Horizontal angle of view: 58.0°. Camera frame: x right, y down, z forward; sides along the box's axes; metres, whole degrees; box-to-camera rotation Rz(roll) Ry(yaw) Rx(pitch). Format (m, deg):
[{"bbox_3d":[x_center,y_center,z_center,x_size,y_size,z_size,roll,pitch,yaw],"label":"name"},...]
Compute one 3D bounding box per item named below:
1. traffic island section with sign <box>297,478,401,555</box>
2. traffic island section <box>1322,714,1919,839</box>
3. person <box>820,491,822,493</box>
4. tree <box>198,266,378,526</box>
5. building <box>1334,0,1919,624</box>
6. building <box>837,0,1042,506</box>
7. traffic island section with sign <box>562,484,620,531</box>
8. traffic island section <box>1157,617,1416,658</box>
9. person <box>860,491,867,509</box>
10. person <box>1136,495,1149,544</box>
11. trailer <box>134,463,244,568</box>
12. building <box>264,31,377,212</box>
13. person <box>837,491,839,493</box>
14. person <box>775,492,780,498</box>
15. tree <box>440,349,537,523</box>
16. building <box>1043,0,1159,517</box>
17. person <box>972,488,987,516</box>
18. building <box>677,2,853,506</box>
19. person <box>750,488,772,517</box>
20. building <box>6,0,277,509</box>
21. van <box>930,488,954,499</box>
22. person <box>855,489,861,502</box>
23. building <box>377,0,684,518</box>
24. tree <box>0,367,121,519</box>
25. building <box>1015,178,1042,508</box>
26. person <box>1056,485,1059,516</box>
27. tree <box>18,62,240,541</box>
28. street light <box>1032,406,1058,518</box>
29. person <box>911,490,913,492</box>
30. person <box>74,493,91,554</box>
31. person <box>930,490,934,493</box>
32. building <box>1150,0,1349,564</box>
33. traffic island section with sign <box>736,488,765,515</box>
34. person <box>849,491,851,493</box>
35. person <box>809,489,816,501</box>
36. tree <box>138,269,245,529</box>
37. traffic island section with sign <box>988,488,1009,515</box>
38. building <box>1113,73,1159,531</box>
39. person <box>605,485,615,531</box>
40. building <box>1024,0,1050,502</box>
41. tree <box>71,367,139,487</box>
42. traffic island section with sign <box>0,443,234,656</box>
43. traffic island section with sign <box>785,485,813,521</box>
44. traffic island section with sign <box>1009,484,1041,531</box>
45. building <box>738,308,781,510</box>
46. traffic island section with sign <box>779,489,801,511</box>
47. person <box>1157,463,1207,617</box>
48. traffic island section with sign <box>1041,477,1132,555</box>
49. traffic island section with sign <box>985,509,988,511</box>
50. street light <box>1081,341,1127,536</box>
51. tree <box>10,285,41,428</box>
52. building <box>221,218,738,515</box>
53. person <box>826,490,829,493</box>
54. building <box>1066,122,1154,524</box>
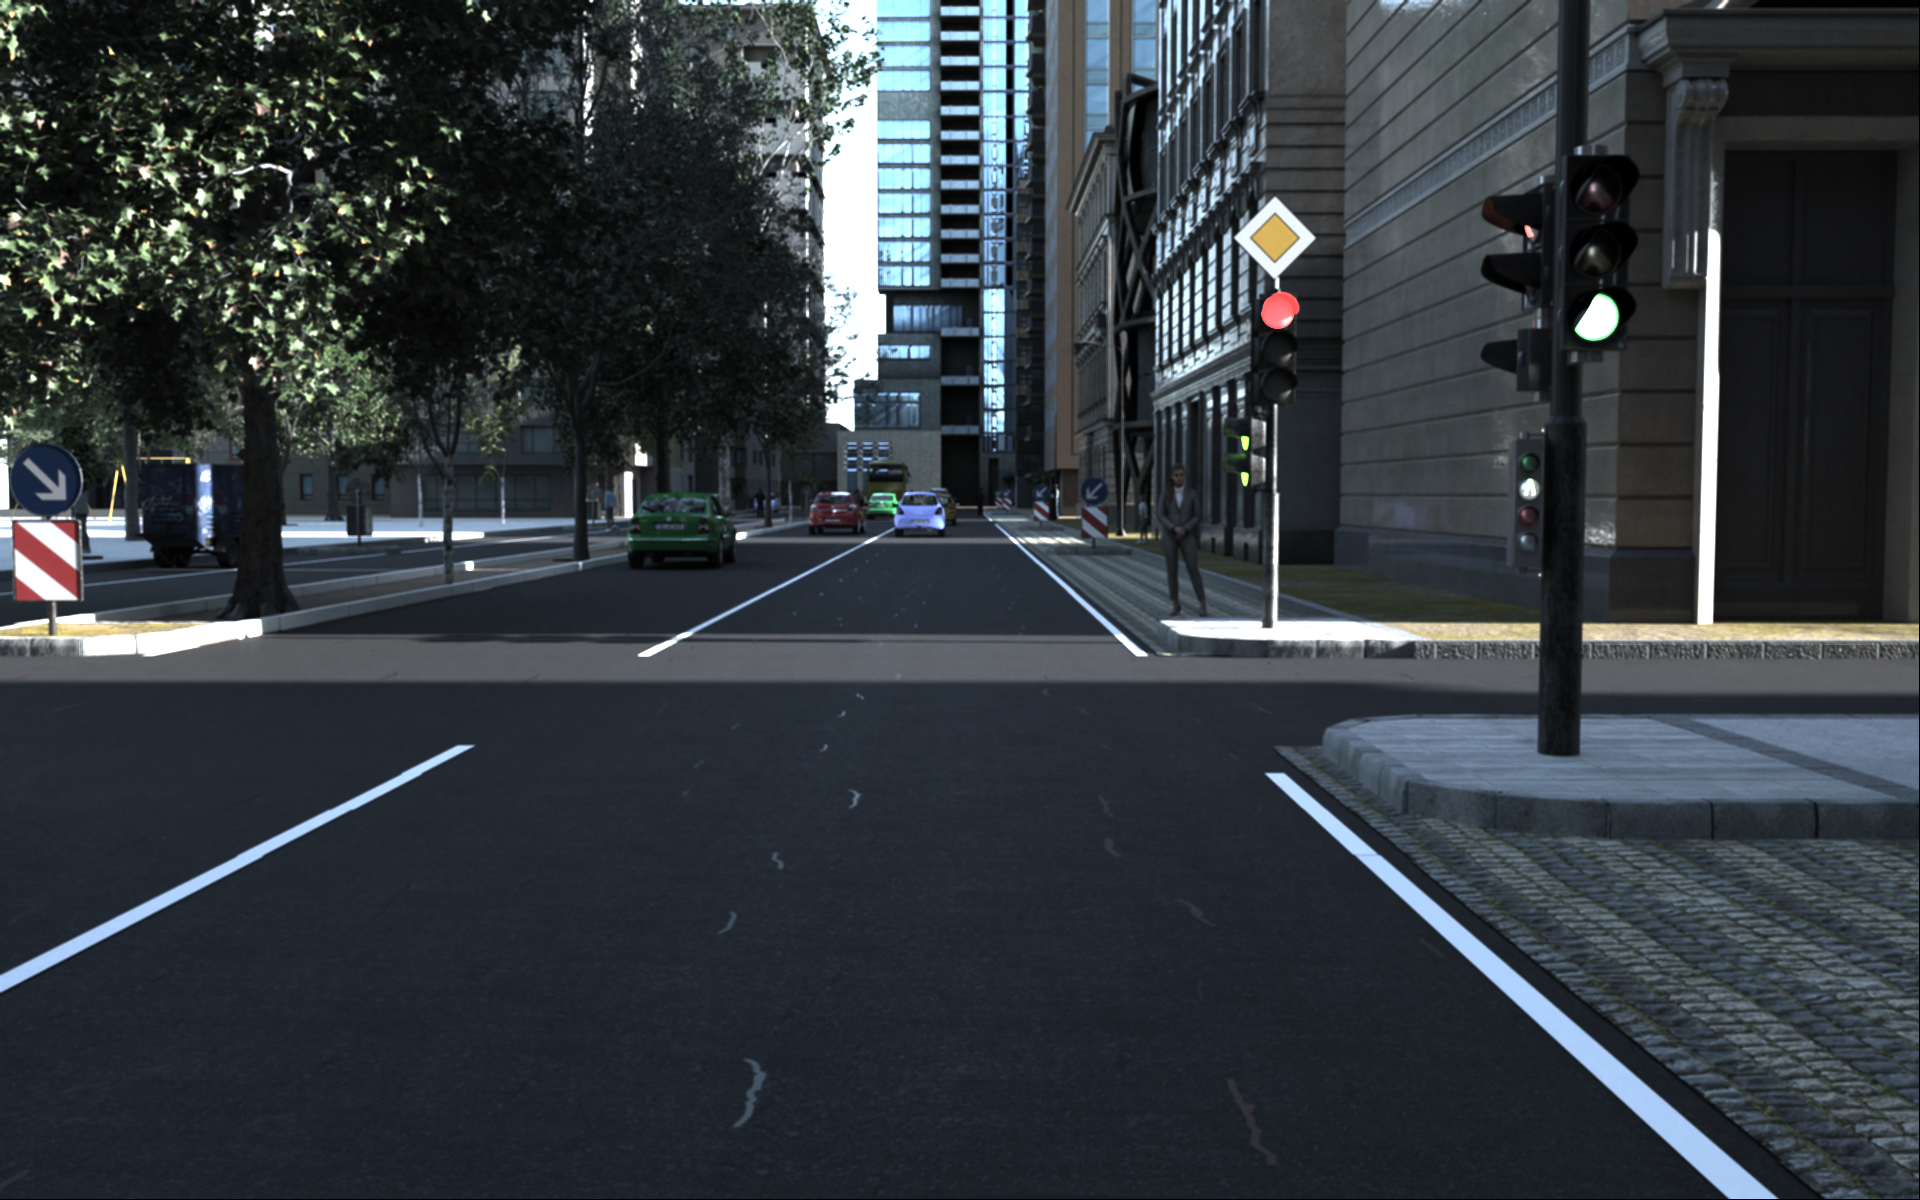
[{"bbox_3d":[-14.597,-2.018,41.625,1.989,1.847,2.006,0,3,0],"label":"traffic island section with sign"},{"bbox_3d":[2.977,0.837,8.594,2.009,0.180,2.903,0,3,0],"label":"traffic island section"},{"bbox_3d":[-11.888,-8.458,147.732,0.436,1.711,0.756,2,4,28],"label":"person"},{"bbox_3d":[-27.640,-8.857,70.560,9.928,11.665,9.643,0,3,0],"label":"tree"},{"bbox_3d":[16.154,-14.470,22.482,20.117,28.700,13.634,0,3,0],"label":"building"},{"bbox_3d":[3.022,-53.342,184.811,31.000,86.520,22.319,0,3,0],"label":"building"},{"bbox_3d":[-14.570,-3.667,68.580,1.989,1.847,2.006,0,3,0],"label":"traffic island section with sign"},{"bbox_3d":[2.986,0.349,16.579,2.009,0.180,2.903,0,3,0],"label":"traffic island section"},{"bbox_3d":[-9.012,-9.171,159.232,1.217,1.735,0.721,0,4,4],"label":"person"},{"bbox_3d":[4.729,-2.084,44.806,0.332,1.250,0.352,-1,4,-21],"label":"person"},{"bbox_3d":[-14.774,-1.591,33.054,1.471,1.999,3.904,0,4,1],"label":"trailer"},{"bbox_3d":[-54.180,-31.216,160.491,14.200,45.320,14.600,0,3,0],"label":"building"},{"bbox_3d":[-11.659,-9.529,165.001,1.217,1.736,0.721,2,4,30],"label":"person"},{"bbox_3d":[-16.858,-9.132,158.587,0.697,1.427,0.421,0,4,2],"label":"person"},{"bbox_3d":[-20.167,-7.642,75.312,4.737,8.622,4.395,0,3,0],"label":"tree"},{"bbox_3d":[13.435,-28.569,117.218,14.600,45.320,14.200,0,3,0],"label":"building"},{"bbox_3d":[1.306,-6.375,112.692,1.348,1.831,0.705,3,5,43],"label":"person"},{"bbox_3d":[-26.222,-36.654,188.537,27.495,52.752,28.713,0,3,0],"label":"building"},{"bbox_3d":[-12.330,-6.027,107.071,1.348,1.821,0.705,-1,4,-18],"label":"person"},{"bbox_3d":[-71.588,-43.959,156.985,20.611,71.187,20.563,0,3,0],"label":"building"},{"bbox_3d":[-1.475,-7.293,126.251,2.013,2.044,4.112,0,4,2],"label":"van"},{"bbox_3d":[-6.388,-6.169,110.089,0.721,1.743,1.217,0,4,2],"label":"person"},{"bbox_3d":[-24.053,-25.384,98.629,14.154,41.232,14.086,0,3,0],"label":"building"},{"bbox_3d":[-41.865,-10.548,79.117,9.857,13.997,8.962,0,3,0],"label":"tree"},{"bbox_3d":[12.097,-23.787,160.613,14.160,30.474,14.107,0,3,0],"label":"building"},{"bbox_3d":[5.149,-5.360,93.760,0.705,1.814,1.350,0,4,-6],"label":"person"},{"bbox_3d":[-22.642,-7.872,46.826,7.486,12.596,7.792,0,3,0],"label":"tree"},{"bbox_3d":[4.491,-7.267,91.356,1.470,5.913,1.316,0,3,0],"label":"street light"},{"bbox_3d":[-4.519,-9.379,161.815,1.348,1.831,0.705,1,4,16],"label":"person"},{"bbox_3d":[-19.049,-1.906,37.389,0.526,1.800,0.537,0,4,7],"label":"person"},{"bbox_3d":[-1.867,-6.501,115.595,0.445,1.727,0.742,1,4,16],"label":"person"},{"bbox_3d":[10.130,-11.662,39.818,9.793,20.994,18.267,0,3,0],"label":"building"},{"bbox_3d":[-14.509,-6.766,119.254,1.989,1.847,2.006,0,3,0],"label":"traffic island section with sign"},{"bbox_3d":[-9.597,-8.680,151.350,0.756,1.711,0.436,0,3,0],"label":"person"},{"bbox_3d":[-11.054,-7.434,130.137,0.705,1.812,1.348,2,4,32],"label":"person"},{"bbox_3d":[-23.245,-6.459,55.974,4.360,8.622,3.978,0,3,0],"label":"tree"},{"bbox_3d":[3.101,-6.722,118.531,1.989,1.847,2.006,0,3,0],"label":"traffic island section with sign"},{"bbox_3d":[13.994,-11.986,63.431,16.820,18.784,16.811,0,3,0],"label":"building"},{"bbox_3d":[-13.503,-3.543,66.777,0.444,1.785,0.601,3,4,38],"label":"person"},{"bbox_3d":[16.478,-29.609,138.725,22.147,44.769,28.867,0,3,0],"label":"building"},{"bbox_3d":[-30.002,-6.908,63.305,4.360,8.622,3.978,0,3,0],"label":"tree"},{"bbox_3d":[-8.230,-0.496,16.252,2.006,1.907,1.989,0,3,0],"label":"traffic island section with sign"},{"bbox_3d":[-8.157,-5.092,91.391,2.006,1.907,1.989,0,3,0],"label":"traffic island section with sign"},{"bbox_3d":[3.054,-3.639,68.133,1.989,1.847,2.006,0,3,0],"label":"traffic island section with sign"},{"bbox_3d":[-31.832,-18.882,153.762,28.899,21.520,27.650,0,3,0],"label":"building"},{"bbox_3d":[-14.486,-8.431,146.468,1.989,1.847,2.006,0,3,0],"label":"traffic island section with sign"},{"bbox_3d":[2.595,-0.699,20.209,0.520,1.790,0.573,-1,4,-11],"label":"person"},{"bbox_3d":[3.027,-1.991,41.178,1.989,1.847,2.006,0,3,0],"label":"traffic island section with sign"},{"bbox_3d":[3.129,-8.371,145.486,1.989,1.847,2.006,0,3,0],"label":"traffic island section with sign"},{"bbox_3d":[4.387,-4.912,52.851,1.470,5.913,1.316,0,3,0],"label":"street light"},{"bbox_3d":[-22.349,-5.442,39.335,4.737,8.622,4.395,0,3,0],"label":"tree"},{"bbox_3d":[-31.475,-16.859,120.691,27.650,21.520,28.899,0,3,0],"label":"building"},{"bbox_3d":[-10.204,-7.558,133.010,0.756,1.711,0.436,-3,5,-39],"label":"person"},{"bbox_3d":[10.824,-13.287,81.874,10.561,19.102,19.286,0,3,0],"label":"building"}]
